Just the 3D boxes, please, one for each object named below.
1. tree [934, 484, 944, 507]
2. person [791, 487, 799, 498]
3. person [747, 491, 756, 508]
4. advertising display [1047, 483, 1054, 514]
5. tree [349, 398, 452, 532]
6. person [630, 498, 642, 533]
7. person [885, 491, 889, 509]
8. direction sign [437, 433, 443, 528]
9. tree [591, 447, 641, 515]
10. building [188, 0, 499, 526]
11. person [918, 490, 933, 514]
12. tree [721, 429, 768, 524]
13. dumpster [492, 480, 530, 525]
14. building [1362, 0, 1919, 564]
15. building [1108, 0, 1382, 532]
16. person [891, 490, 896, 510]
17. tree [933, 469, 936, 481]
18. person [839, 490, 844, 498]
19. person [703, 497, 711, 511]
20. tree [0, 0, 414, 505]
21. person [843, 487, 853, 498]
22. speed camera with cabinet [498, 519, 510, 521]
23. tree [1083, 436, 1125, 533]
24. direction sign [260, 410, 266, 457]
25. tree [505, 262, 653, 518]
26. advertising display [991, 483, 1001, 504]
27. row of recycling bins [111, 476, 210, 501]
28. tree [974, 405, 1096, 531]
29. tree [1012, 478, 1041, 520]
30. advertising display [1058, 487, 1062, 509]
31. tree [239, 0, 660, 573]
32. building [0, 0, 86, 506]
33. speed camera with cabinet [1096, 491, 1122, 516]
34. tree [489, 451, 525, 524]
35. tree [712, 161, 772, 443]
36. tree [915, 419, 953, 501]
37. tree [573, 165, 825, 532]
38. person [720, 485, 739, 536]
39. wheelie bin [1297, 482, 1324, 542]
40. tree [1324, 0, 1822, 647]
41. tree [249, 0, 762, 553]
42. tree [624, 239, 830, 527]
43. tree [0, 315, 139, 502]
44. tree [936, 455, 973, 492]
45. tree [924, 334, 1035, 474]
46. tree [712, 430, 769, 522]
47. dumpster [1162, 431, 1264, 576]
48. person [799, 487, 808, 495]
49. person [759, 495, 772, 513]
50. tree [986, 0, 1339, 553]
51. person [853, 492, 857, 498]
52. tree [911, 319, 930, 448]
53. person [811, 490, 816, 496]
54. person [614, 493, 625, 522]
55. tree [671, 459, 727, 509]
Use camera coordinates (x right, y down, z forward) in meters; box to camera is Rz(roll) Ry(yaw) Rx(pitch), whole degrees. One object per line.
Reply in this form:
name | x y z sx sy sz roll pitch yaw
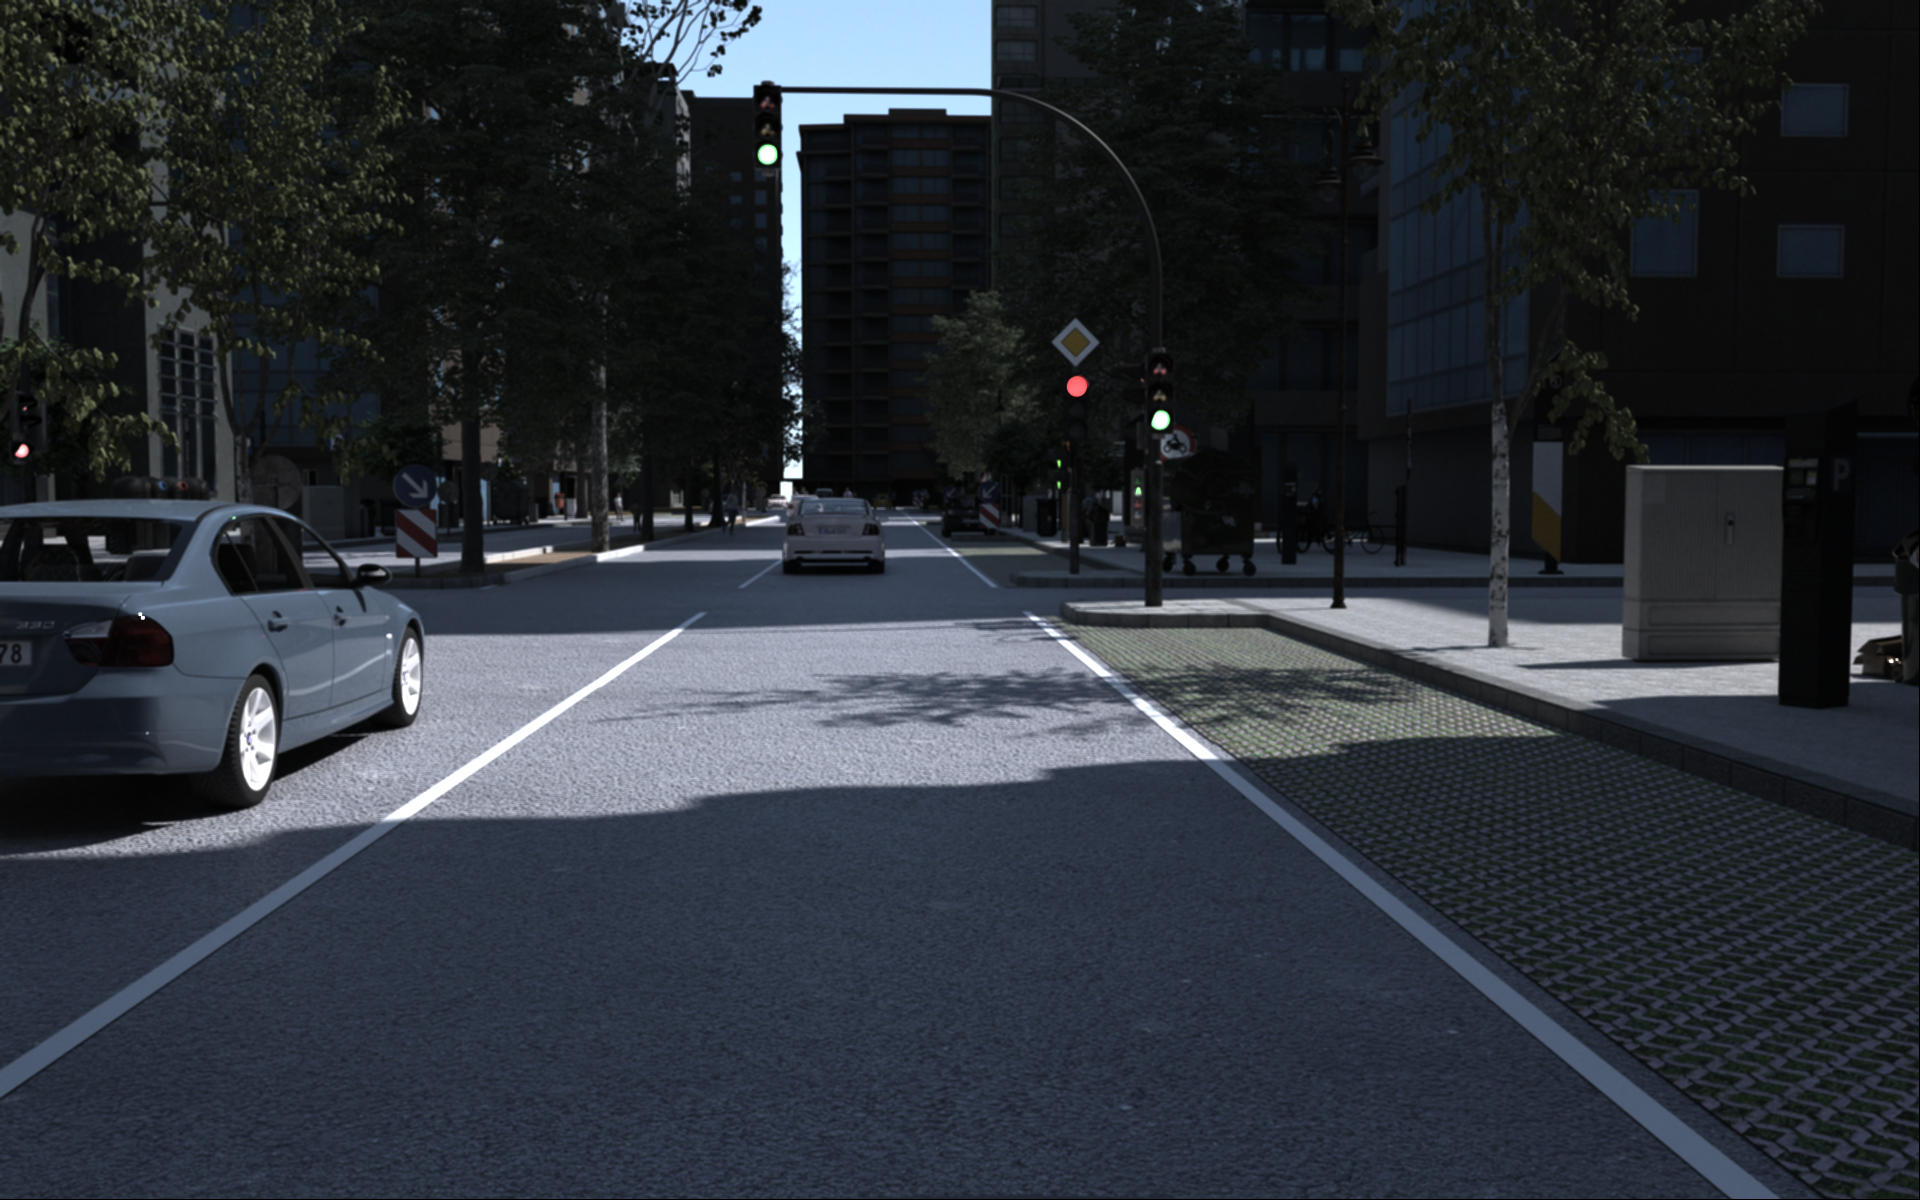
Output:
tree | -1.941 -11.161 177.077 1.663 3.219 1.824 0 3 0
person | -8.684 -5.062 91.363 0.778 1.811 0.616 -1 4 -9
person | -20.742 -9.970 172.220 1.217 1.735 0.721 2 4 29
advertising display | 5.260 -5.837 100.643 0.123 1.923 0.974 -1 4 -15
tree | -19.175 -4.629 59.396 4.285 4.588 4.351 0 3 0
person | -11.530 -2.993 61.700 0.475 1.303 0.640 0 4 1
person | -6.789 -9.373 162.671 0.530 1.710 0.541 0 4 8
direction sign | -19.410 -4.444 64.650 0.379 3.537 0.876 -2 4 -27
tree | -21.611 -7.624 108.366 4.285 4.588 4.351 0 3 0
building | -28.125 -25.913 73.788 14.600 45.320 14.200 0 4 -3
person | -2.516 -7.212 127.144 1.217 1.736 0.721 0 4 0
tree | -10.844 -7.958 82.928 4.737 8.622 4.395 0 3 0
dumpster | -18.569 -4.024 71.555 1.264 1.857 1.865 0 4 -3
building | 17.668 -23.672 37.142 14.200 45.320 14.600 0 4 -3
building | 18.284 -27.574 70.436 23.786 49.044 30.456 0 4 -3
person | -5.821 -8.766 151.816 0.705 1.826 1.348 1 4 8
tree | -0.499 -9.215 134.370 4.285 4.588 4.351 0 3 0
person | -10.135 -8.541 148.161 0.705 1.821 1.348 1 4 13
person | -19.324 -7.526 132.237 0.721 1.739 1.217 1 4 22
tree | -7.538 -3.987 18.013 4.737 8.622 4.395 0 3 0
person | -6.901 -5.940 105.481 0.709 1.838 0.599 1 4 21
speed camera with cabinet | -22.183 -5.492 84.129 0.660 3.252 2.038 -1 4 -16
tree | 4.756 -3.820 57.065 1.663 3.219 1.824 0 3 0
direction sign | -18.866 -3.361 46.948 0.379 3.537 0.876 -1 4 -15
tree | -19.915 -11.285 91.165 9.857 13.997 8.962 0 3 0
advertising display | 1.840 -4.505 78.866 0.974 1.923 0.123 2 4 34
row of recycling bins | -18.790 -2.054 40.700 1.069 1.692 3.534 0 4 3
tree | 3.609 -4.736 61.144 4.285 4.588 4.351 0 3 0
tree | 3.124 -5.555 85.430 1.663 3.219 1.824 0 3 0
advertising display | 4.598 -4.547 79.564 0.123 1.923 0.974 0 4 -1
tree | -8.696 -6.722 30.487 7.486 12.596 7.792 0 3 0
building | -33.610 -44.589 41.702 22.319 86.520 31.000 0 4 -3
speed camera with cabinet | 9.060 -6.590 102.078 2.038 3.252 0.660 2 4 25
tree | -19.224 -4.836 73.675 1.663 3.219 1.824 0 3 0
tree | -9.643 -8.083 52.746 7.486 12.596 7.792 0 3 0
tree | -1.554 -12.170 149.348 4.360 8.622 3.978 0 3 0
tree | -10.094 -9.259 64.204 12.009 13.543 11.850 0 3 0
person | -7.982 -3.087 59.640 0.598 1.740 0.731 1 4 12
wheelie bin | 9.252 -2.339 46.146 0.693 1.594 0.980 -3 4 -38
tree | 4.708 -3.903 14.169 4.737 8.622 4.395 0 3 0
tree | -10.013 -11.254 42.357 12.611 20.169 13.585 0 3 0
tree | -10.541 -9.520 75.110 9.611 12.733 9.660 0 3 0
tree | -16.981 -2.935 31.703 4.285 4.588 4.351 0 3 0
tree | 2.177 -5.231 69.236 4.285 4.588 4.351 0 3 0
tree | 1.264 -11.252 109.731 9.928 11.665 9.643 0 3 0
tree | -10.959 -8.241 87.568 4.360 8.622 3.978 0 3 0
dumpster | 3.946 -1.543 27.719 1.502 2.255 1.985 0 4 -3
person | -8.717 -5.460 97.578 0.655 1.846 0.447 -2 4 -30
person | -15.135 -7.667 133.875 0.705 1.822 1.348 3 5 42
tree | 4.597 -7.307 37.599 7.486 12.596 7.792 0 3 0
person | -10.887 -10.348 179.163 0.415 1.643 0.593 1 4 13
tree | 1.139 -10.897 96.292 7.486 12.596 7.792 0 3 0
person | -12.632 -8.662 150.134 1.348 1.824 0.705 2 4 34
person | -17.669 -4.818 89.867 0.523 1.515 0.503 1 4 19
tree | -23.240 -10.163 149.874 4.285 4.588 4.351 0 3 0
